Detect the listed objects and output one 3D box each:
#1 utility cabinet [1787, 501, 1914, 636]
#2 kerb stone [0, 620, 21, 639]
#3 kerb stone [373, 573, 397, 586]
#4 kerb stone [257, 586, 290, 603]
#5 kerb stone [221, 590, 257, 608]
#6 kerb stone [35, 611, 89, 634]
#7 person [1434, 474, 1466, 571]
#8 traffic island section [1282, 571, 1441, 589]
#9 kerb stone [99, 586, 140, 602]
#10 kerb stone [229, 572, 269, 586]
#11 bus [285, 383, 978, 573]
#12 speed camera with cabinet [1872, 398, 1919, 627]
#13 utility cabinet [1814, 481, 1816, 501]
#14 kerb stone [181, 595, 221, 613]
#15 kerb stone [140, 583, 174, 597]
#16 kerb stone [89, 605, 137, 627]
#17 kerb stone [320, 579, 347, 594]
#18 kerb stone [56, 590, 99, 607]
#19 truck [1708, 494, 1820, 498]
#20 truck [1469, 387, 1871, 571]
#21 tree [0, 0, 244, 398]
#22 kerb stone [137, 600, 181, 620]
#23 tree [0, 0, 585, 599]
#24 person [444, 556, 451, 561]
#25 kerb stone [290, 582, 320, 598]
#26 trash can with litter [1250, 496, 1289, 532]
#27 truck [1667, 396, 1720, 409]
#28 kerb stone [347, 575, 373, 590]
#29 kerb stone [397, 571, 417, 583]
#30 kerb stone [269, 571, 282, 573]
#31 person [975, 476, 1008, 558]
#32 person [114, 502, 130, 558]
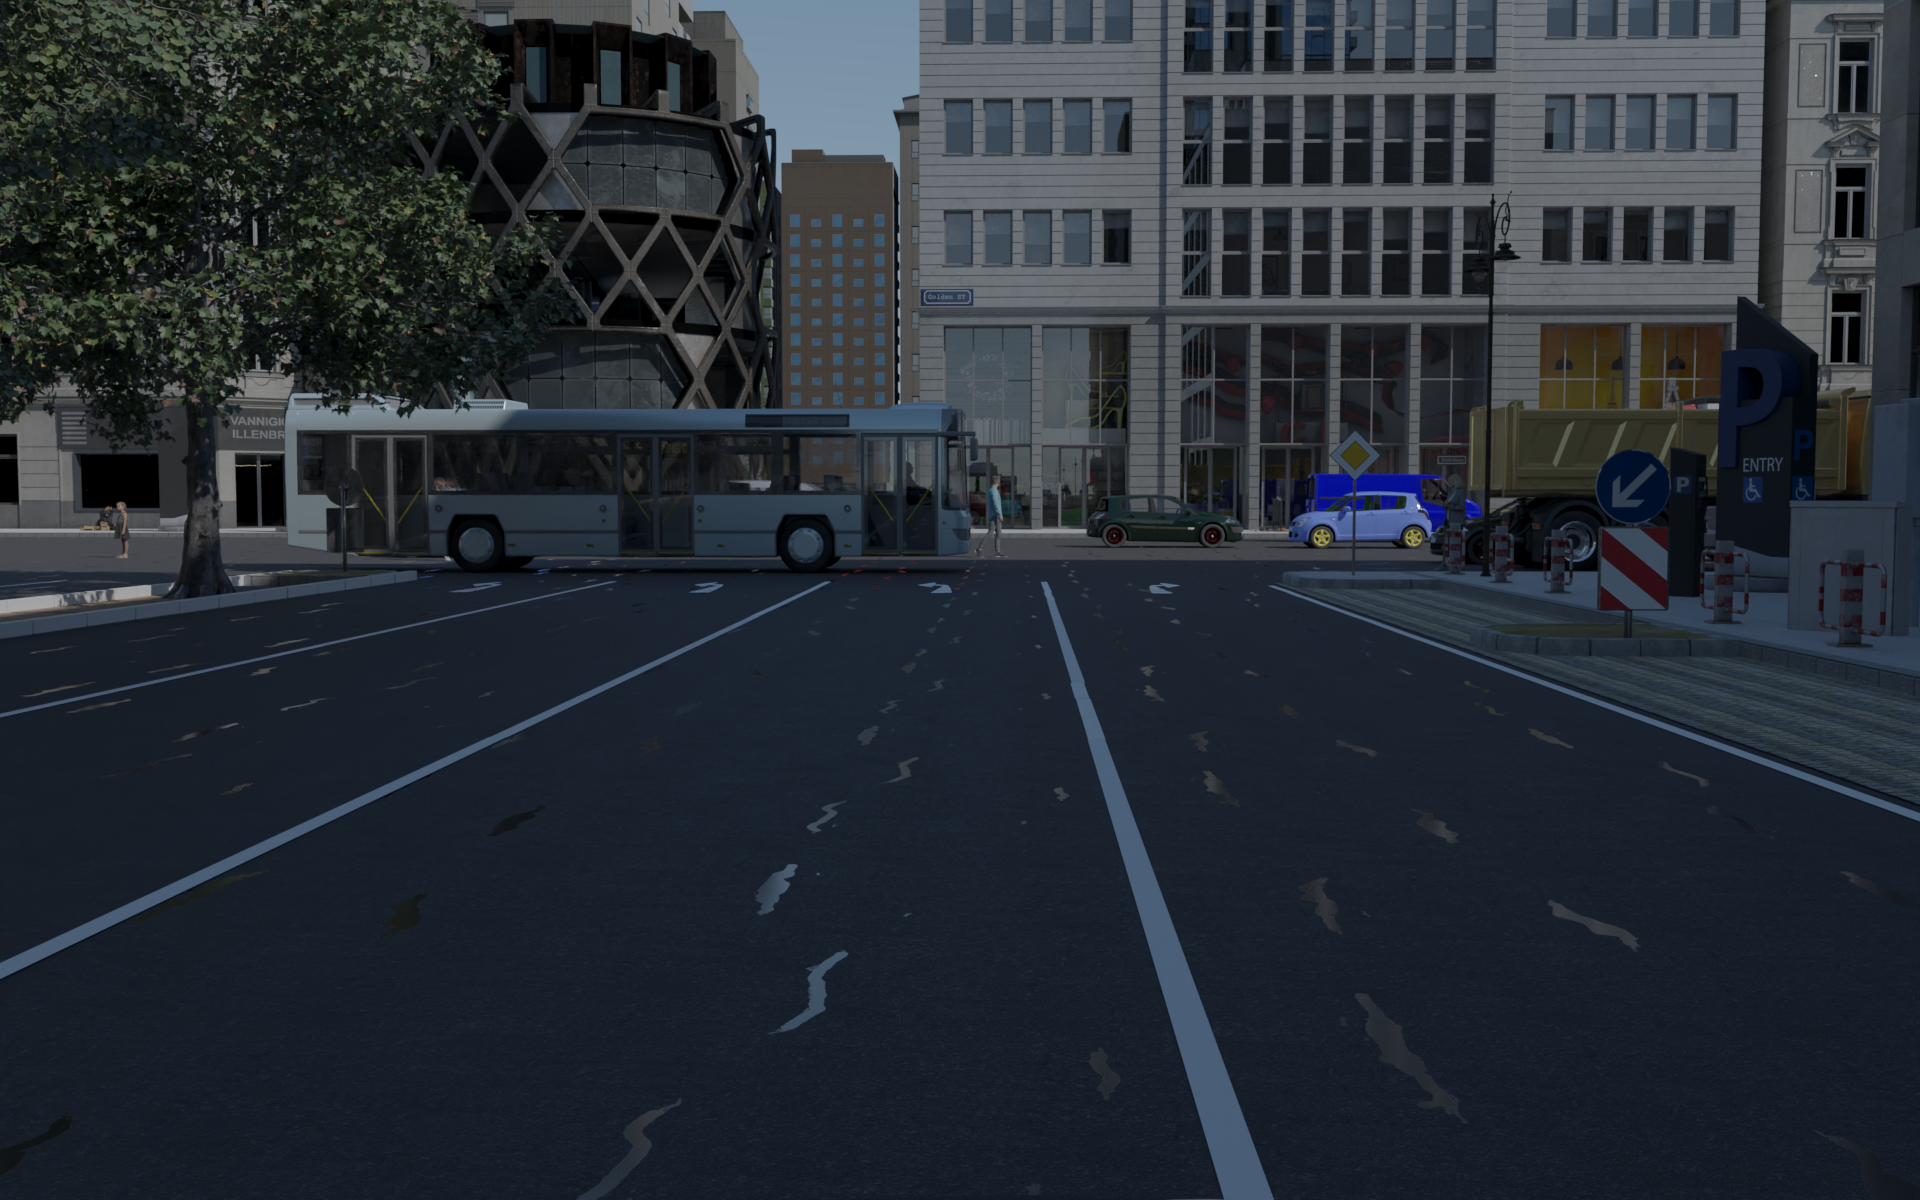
[{"bbox_3d":[8.249,-0.300,16.068,0.306,1.237,1.020,-2,4,-33],"label":"utility cabinet"},{"bbox_3d":[-9.518,0.310,17.126,0.120,0.150,1.000,0,4,2],"label":"kerb stone"},{"bbox_3d":[-9.192,-0.319,27.415,0.120,0.150,1.000,0,4,2],"label":"kerb stone"},{"bbox_3d":[-9.325,-0.068,23.305,0.120,0.150,1.000,0,4,2],"label":"kerb stone"},{"bbox_3d":[-9.354,-0.005,22.280,0.120,0.150,1.000,0,4,2],"label":"kerb stone"},{"bbox_3d":[-9.487,0.247,18.162,0.120,0.150,1.000,0,4,2],"label":"kerb stone"},{"bbox_3d":[9.172,-1.441,32.242,0.526,1.800,0.537,-1,4,-12],"label":"person"},{"bbox_3d":[6.224,-0.309,27.325,2.009,0.180,2.903,0,4,2],"label":"traffic island section"},{"bbox_3d":[-11.422,-0.072,23.377,0.120,0.150,1.000,0,4,2],"label":"kerb stone"},{"bbox_3d":[-11.292,-0.325,27.507,0.120,0.150,1.000,0,4,2],"label":"kerb stone"},{"bbox_3d":[-5.559,-2.296,32.407,13.247,3.499,2.948,0,4,2],"label":"bus"},{"bbox_3d":[10.029,-1.379,16.888,2.038,3.252,0.660,0,4,-5],"label":"speed camera with cabinet"},{"bbox_3d":[12.334,-1.074,26.236,1.173,1.500,0.318,-1,4,-11],"label":"utility cabinet"},{"bbox_3d":[-9.388,0.058,21.254,0.120,0.150,1.000,0,4,2],"label":"kerb stone"},{"bbox_3d":[-11.392,-0.135,24.406,0.120,0.150,1.000,0,4,2],"label":"kerb stone"},{"bbox_3d":[-9.456,0.184,19.188,0.120,0.150,1.000,0,4,2],"label":"kerb stone"},{"bbox_3d":[-9.261,-0.193,25.359,0.120,0.150,1.000,0,4,2],"label":"kerb stone"},{"bbox_3d":[-11.461,-0.009,22.347,0.120,0.150,1.000,0,4,2],"label":"kerb stone"},{"bbox_3d":[20.855,-2.789,41.526,9.791,3.379,3.469,0,4,4],"label":"truck"},{"bbox_3d":[14.831,-2.251,32.723,9.791,3.379,3.469,0,3,0],"label":"truck"},{"bbox_3d":[-10.453,-6.367,13.220,9.857,13.997,8.962,0,3,0],"label":"tree"},{"bbox_3d":[-9.422,0.121,20.221,0.120,0.150,1.000,0,4,2],"label":"kerb stone"},{"bbox_3d":[-10.441,-6.373,23.658,9.611,12.733,9.660,0,3,0],"label":"tree"},{"bbox_3d":[-10.938,-1.730,37.044,0.793,1.790,0.793,3,5,41],"label":"person"},{"bbox_3d":[-9.286,-0.130,24.331,0.120,0.150,1.000,0,4,2],"label":"kerb stone"},{"bbox_3d":[10.833,-2.975,59.695,1.678,1.210,2.233,-1,4,-20],"label":"trash can with litter"},{"bbox_3d":[23.564,-3.769,50.540,11.283,4.237,2.839,0,4,3],"label":"truck"},{"bbox_3d":[-9.225,-0.256,26.384,0.120,0.150,1.000,0,4,2],"label":"kerb stone"},{"bbox_3d":[-9.152,-0.382,28.444,0.120,0.150,1.000,0,4,2],"label":"kerb stone"},{"bbox_3d":[-11.258,-0.388,28.534,0.120,0.150,1.000,0,4,2],"label":"kerb stone"},{"bbox_3d":[0.709,-1.883,39.142,0.748,1.841,0.638,0,4,3],"label":"person"},{"bbox_3d":[-18.868,-1.578,38.971,0.373,1.253,0.362,-3,5,-42],"label":"person"}]
